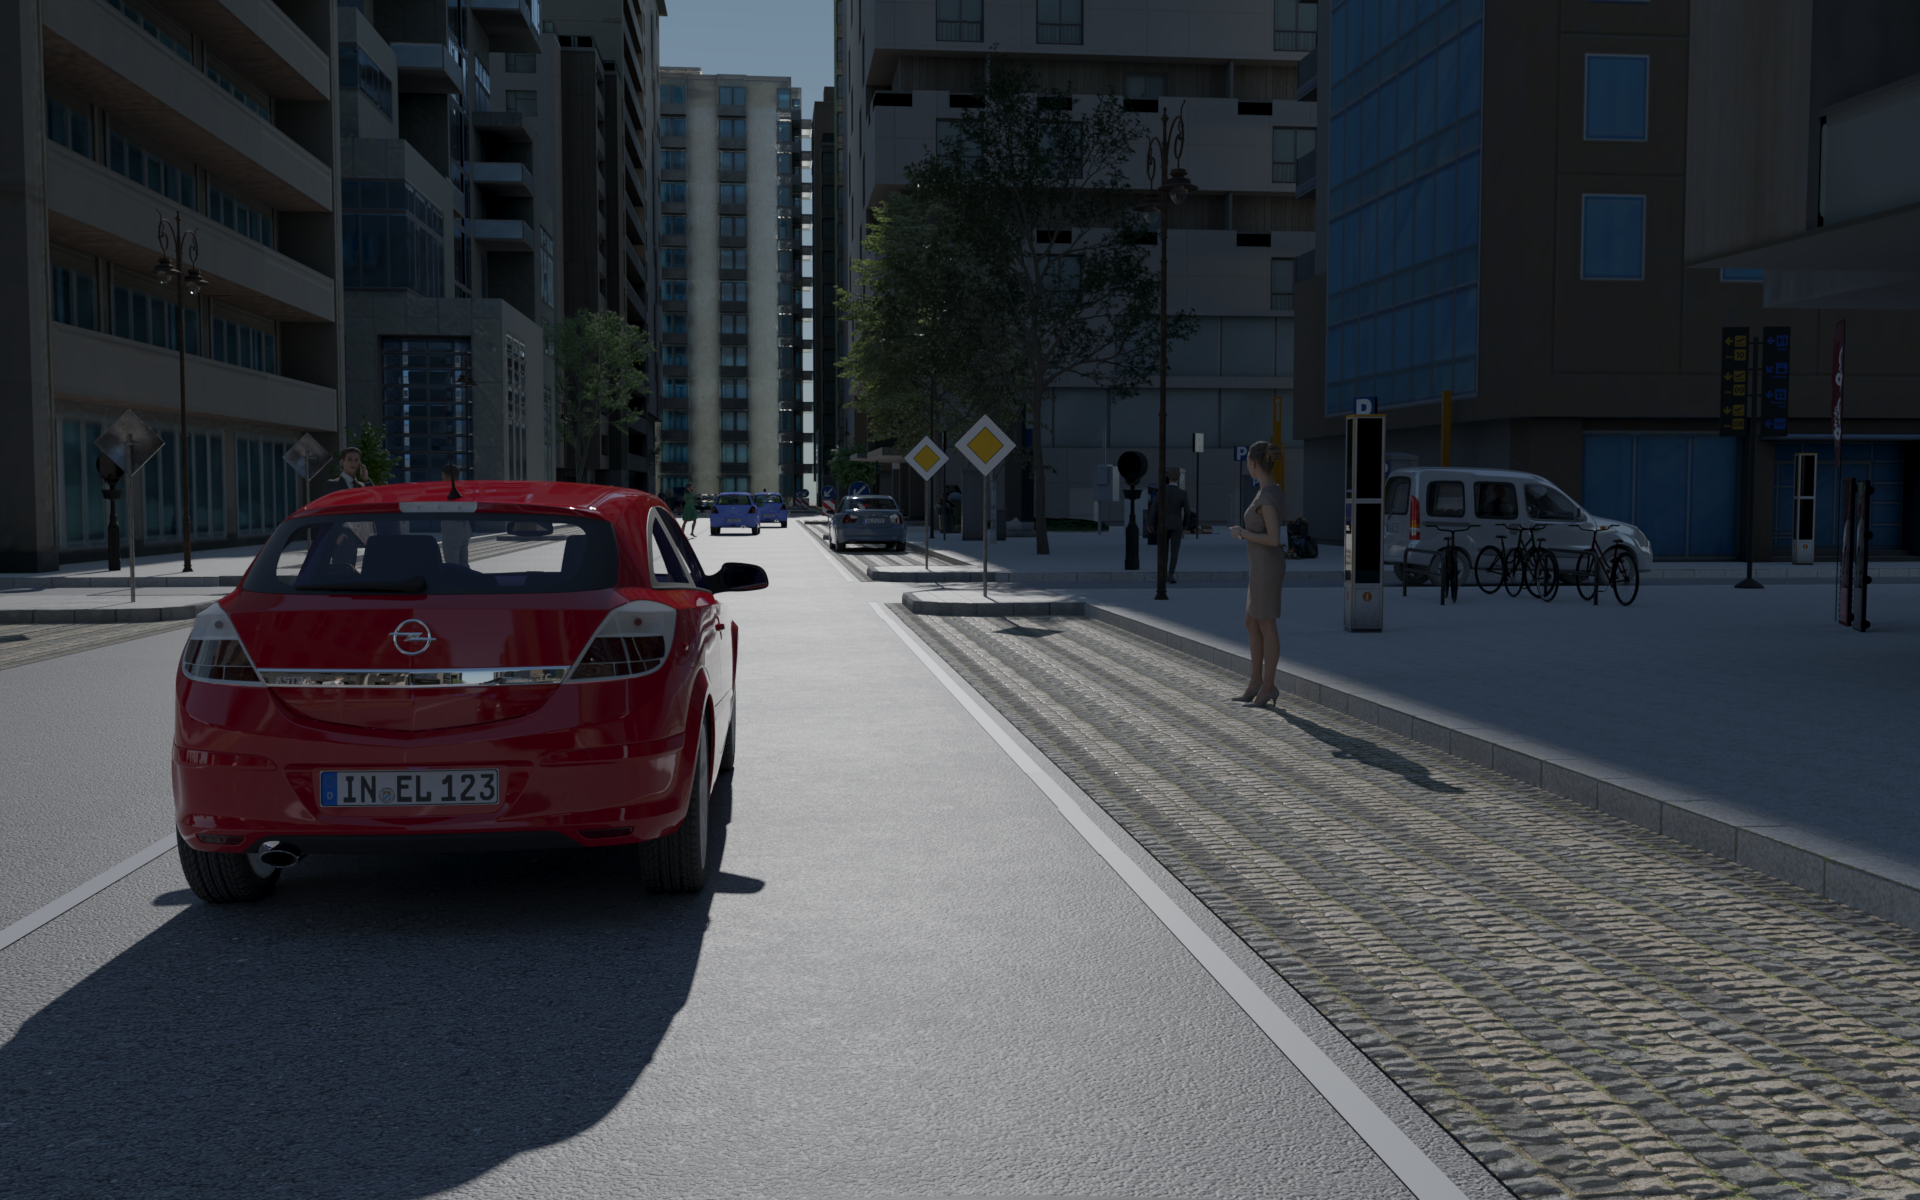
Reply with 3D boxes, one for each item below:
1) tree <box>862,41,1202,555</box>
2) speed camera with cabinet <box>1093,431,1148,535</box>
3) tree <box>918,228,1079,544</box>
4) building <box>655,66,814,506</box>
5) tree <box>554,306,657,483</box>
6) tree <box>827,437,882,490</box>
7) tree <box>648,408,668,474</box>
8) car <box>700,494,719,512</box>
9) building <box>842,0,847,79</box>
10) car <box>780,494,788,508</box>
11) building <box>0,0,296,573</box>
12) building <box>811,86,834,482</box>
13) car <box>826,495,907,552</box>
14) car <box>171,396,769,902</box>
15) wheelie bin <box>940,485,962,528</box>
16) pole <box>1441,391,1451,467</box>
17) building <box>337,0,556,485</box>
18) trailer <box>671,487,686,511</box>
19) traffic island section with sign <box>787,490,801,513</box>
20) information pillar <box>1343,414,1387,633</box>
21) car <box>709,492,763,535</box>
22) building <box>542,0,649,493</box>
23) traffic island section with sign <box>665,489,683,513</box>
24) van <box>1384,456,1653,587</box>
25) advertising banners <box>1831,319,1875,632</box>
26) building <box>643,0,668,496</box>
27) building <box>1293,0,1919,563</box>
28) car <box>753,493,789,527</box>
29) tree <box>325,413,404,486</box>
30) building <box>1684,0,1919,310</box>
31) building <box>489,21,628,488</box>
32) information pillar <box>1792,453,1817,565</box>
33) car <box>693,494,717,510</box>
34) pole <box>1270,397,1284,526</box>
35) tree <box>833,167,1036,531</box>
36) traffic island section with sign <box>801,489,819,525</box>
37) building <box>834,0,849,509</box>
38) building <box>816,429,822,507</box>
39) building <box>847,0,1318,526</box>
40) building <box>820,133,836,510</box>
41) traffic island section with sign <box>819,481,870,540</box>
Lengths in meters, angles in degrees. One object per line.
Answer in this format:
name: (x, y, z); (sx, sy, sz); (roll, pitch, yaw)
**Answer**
tree: (1.427, -6.246, 36.531); (7.601, 10.594, 8.767); (0, 4, -8)
speed camera with cabinet: (5.202, -3.653, 54.067); (2.038, 3.252, 0.660); (2, 4, 28)
tree: (0.893, -5.727, 43.993); (4.360, 8.622, 3.978); (0, 3, 0)
building: (-32.162, -35.313, 196.975); (30.456, 49.044, 23.786); (0, 4, -6)
tree: (-20.773, -10.342, 94.849); (9.928, 11.665, 9.643); (0, 3, 0)
tree: (-6.033, -7.117, 100.077); (4.285, 4.588, 4.351); (0, 3, 0)
tree: (-26.484, -11.817, 143.562); (4.360, 8.622, 3.978); (0, 3, 0)
car: (-20.318, -7.944, 141.680); (2.131, 1.459, 4.920); (0, 4, -7)
building: (-0.400, -28.298, 112.786); (14.600, 45.320, 14.200); (0, 4, -6)
car: (-9.814, -4.904, 88.969); (1.959, 1.807, 4.718); (0, 4, -7)
building: (-26.674, -25.205, 35.801); (21.300, 48.544, 21.600); (0, 4, -6)
building: (-9.293, -33.290, 194.394); (14.200, 45.320, 14.600); (0, 4, -6)
car: (-2.382, -1.967, 44.159); (2.014, 1.417, 4.499); (0, 4, -8)
car: (-1.933, 0.087, 7.625); (2.155, 1.783, 4.494); (0, 4, -5)
wheelie bin: (-0.254, -3.077, 58.212); (0.693, 1.594, 0.980); (-3, 5, -42)
pole: (9.591, -2.470, 34.232); (0.158, 3.312, 0.155); (0, 3, 0)
building: (-27.885, -46.256, 68.954); (22.319, 86.520, 31.000); (0, 4, -6)
trailer: (-23.328, -8.376, 143.999); (1.471, 1.999, 3.904); (0, 4, -7)
traffic island section with sign: (-11.822, -7.470, 130.769); (1.989, 1.847, 2.006); (0, 4, -6)
information pillar: (3.759, -0.710, 16.099); (0.304, 2.012, 0.304); (0, 4, -1)
car: (-8.060, -3.222, 62.277); (1.945, 1.707, 3.694); (0, 4, -5)
building: (-34.526, -30.758, 126.593); (21.300, 48.544, 21.600); (0, 4, -6)
traffic island section with sign: (-21.670, -7.404, 129.686); (1.989, 1.847, 2.006); (0, 4, -6)
van: (8.631, -1.219, 26.945); (4.112, 2.044, 2.013); (0, 4, -6)
advertising banners: (8.666, -1.264, 16.862); (0.090, 3.025, 2.074); (1, 4, 18)
building: (-41.741, -34.997, 161.438); (27.495, 52.752, 28.713); (0, 4, -6)
building: (16.473, -23.722, 37.962); (14.200, 45.320, 14.600); (0, 4, -6)
car: (-8.414, -4.034, 75.552); (1.945, 1.707, 3.694); (0, 4, -8)
tree: (-14.264, -2.878, 41.655); (1.663, 3.219, 1.824); (0, 3, 0)
building: (11.798, -19.808, 7.458); (14.154, 41.232, 14.086); (0, 4, -6)
building: (-28.846, -20.658, 109.468); (14.160, 30.474, 14.107); (0, 4, -6)
information pillar: (15.250, -1.639, 31.284); (0.304, 2.012, 0.304); (1, 4, 12)
car: (-20.047, -7.571, 135.582); (2.131, 1.459, 4.920); (0, 4, -7)
pole: (6.647, -2.602, 36.383); (0.158, 3.312, 0.155); (0, 3, 0)
tree: (-1.125, -8.727, 60.811); (7.486, 12.596, 7.792); (0, 3, 0)
traffic island section with sign: (-6.318, -4.451, 81.401); (1.989, 1.847, 2.006); (0, 4, -6)
building: (-2.282, -27.171, 127.841); (14.154, 41.232, 14.086); (0, 4, -6)
building: (-2.215, -52.081, 164.197); (22.319, 86.520, 31.000); (0, 4, -6)
building: (8.677, -30.118, 81.668); (28.713, 52.752, 27.495); (0, 4, -6)
building: (-4.461, -22.667, 142.305); (14.160, 30.474, 14.107); (0, 4, -6)
traffic island section with sign: (-3.306, -2.800, 54.405); (1.989, 1.847, 2.006); (0, 4, -6)
